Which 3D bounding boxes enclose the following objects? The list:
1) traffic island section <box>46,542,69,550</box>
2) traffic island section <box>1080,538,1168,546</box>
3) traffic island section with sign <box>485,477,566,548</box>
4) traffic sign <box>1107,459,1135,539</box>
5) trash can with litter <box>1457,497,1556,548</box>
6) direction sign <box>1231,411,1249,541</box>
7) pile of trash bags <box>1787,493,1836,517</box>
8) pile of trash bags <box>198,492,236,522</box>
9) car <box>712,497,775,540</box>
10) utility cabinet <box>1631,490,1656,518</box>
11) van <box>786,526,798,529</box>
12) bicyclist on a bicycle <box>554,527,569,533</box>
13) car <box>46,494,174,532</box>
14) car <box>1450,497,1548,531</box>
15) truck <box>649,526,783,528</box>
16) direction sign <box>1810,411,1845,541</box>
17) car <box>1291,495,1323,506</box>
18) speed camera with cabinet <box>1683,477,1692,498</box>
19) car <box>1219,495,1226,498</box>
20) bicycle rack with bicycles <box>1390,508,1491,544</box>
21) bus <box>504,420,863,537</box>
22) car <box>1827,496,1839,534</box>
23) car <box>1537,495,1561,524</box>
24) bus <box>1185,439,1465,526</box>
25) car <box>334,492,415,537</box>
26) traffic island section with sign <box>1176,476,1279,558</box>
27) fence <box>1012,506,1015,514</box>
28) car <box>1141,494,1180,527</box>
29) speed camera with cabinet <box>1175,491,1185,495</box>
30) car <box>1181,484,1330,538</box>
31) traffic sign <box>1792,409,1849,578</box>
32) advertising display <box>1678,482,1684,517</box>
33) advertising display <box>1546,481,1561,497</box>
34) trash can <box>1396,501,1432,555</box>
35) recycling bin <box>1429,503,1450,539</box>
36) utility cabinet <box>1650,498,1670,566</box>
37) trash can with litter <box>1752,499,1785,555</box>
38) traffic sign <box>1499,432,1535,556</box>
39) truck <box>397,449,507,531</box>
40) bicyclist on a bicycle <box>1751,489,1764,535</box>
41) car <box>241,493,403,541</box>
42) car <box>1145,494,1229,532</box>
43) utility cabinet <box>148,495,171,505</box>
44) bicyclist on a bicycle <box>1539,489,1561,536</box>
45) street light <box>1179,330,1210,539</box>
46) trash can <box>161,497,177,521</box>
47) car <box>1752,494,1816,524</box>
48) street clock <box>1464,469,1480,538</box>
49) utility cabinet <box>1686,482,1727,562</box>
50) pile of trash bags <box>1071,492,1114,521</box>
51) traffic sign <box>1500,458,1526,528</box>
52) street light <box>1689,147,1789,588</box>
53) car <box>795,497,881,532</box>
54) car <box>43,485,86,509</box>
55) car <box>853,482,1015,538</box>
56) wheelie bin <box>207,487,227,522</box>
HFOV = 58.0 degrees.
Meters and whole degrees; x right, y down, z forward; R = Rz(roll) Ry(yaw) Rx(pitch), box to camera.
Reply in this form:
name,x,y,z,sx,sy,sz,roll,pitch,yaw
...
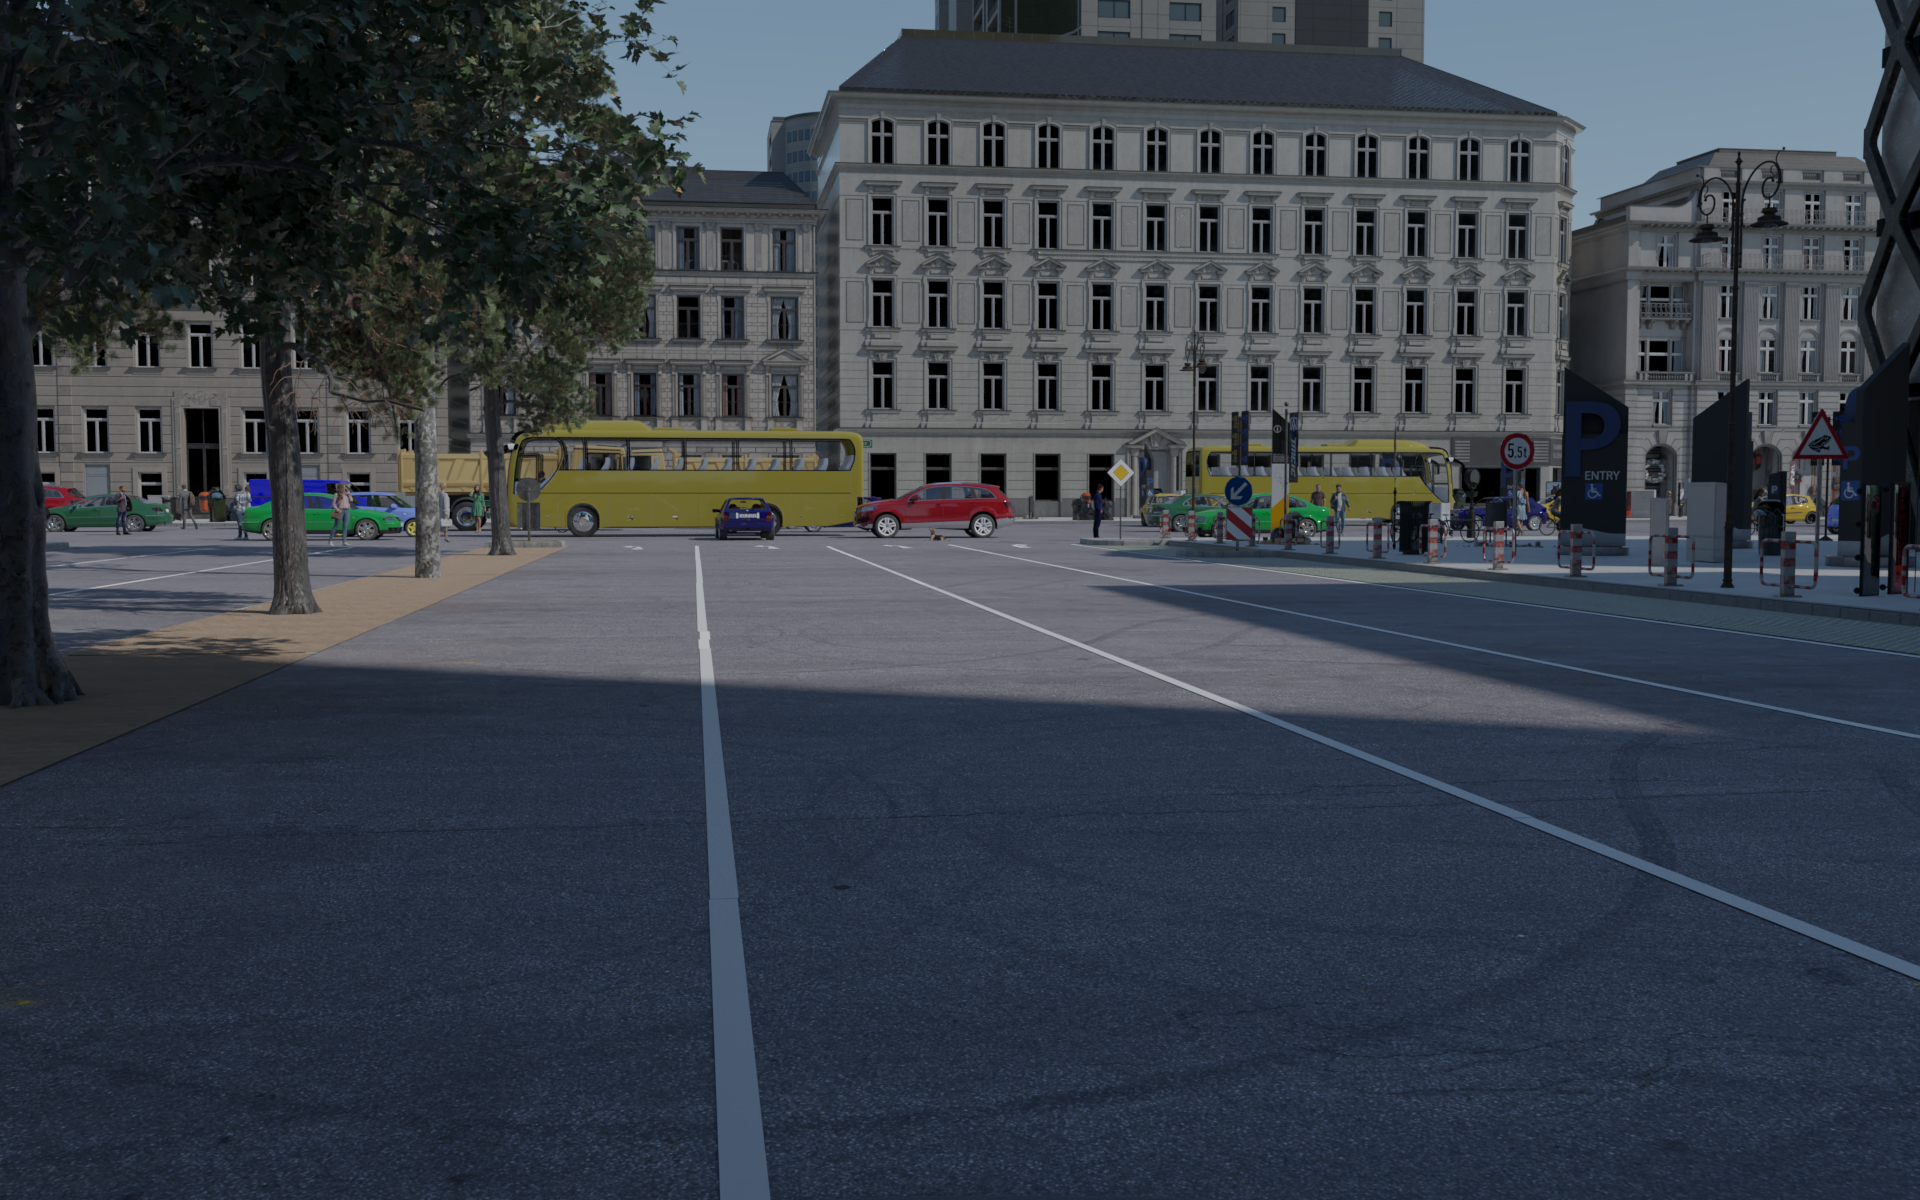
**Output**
name,x,y,z,sx,sy,sz,roll,pitch,yaw
traffic island section,-24.383,-1.372,44.711,2.009,0.180,2.903,-1,4,-9
traffic island section,4.569,-1.643,49.148,2.009,0.180,2.903,-1,4,-9
traffic island section with sign,-11.739,-2.370,46.888,2.006,1.907,1.989,-1,4,-9
traffic sign,4.547,-2.778,49.067,0.795,2.450,0.064,-1,4,-9
trash can with litter,13.354,-1.893,42.007,2.233,1.210,1.678,3,4,37
direction sign,7.659,-3.391,47.444,0.379,3.537,0.876,-1,4,-22
pile of trash bags,47.468,-5.337,97.010,3.447,1.369,1.912,-1,4,-9
pile of trash bags,-34.383,-4.385,81.441,1.912,1.369,3.447,1,4,21
car,-6.863,-2.594,54.990,1.945,1.354,3.894,-1,4,-11
utility cabinet,35.823,-5.023,90.805,1.173,1.500,0.318,3,4,39
van,-8.238,-3.929,71.253,4.112,2.044,2.013,-1,4,-10
bicyclist on a bicycle,-14.265,-3.318,64.264,1.625,1.676,1.499,-1,4,-8
car,-32.714,-3.321,66.090,4.920,1.459,2.131,-1,4,-10
car,20.992,-3.393,68.063,3.894,1.354,1.945,-1,4,-10
truck,-11.070,-4.806,74.508,9.791,3.379,3.469,-1,4,-10
direction sign,23.804,-3.396,47.524,0.876,3.537,0.379,3,5,39
car,12.250,-3.536,69.604,4.920,1.459,2.131,0,4,-7
speed camera with cabinet,41.487,-6.264,96.744,2.038,3.252,0.660,-1,4,-8
car,10.991,-3.771,71.872,3.980,1.641,2.015,-1,4,-11
bicycle rack with bicycles,12.553,-1.991,45.931,2.925,0.926,2.852,-2,4,-29
bus,-9.513,-4.126,59.006,12.252,3.916,2.896,-1,4,-11
car,32.842,-3.184,61.652,3.694,1.707,1.945,-1,4,-9
car,28.819,-4.482,83.505,3.980,1.641,2.015,0,4,-8
bus,16.462,-5.315,78.441,12.252,3.916,2.896,-1,4,-8
car,-19.292,-2.964,58.059,3.694,1.707,1.945,0,4,-8
traffic island section with sign,6.032,-1.896,39.623,1.989,1.847,2.006,-1,4,-9
fence,2.091,-4.305,85.762,0.278,0.683,2.069,-3,4,-39
car,9.184,-4.021,75.962,2.015,1.641,3.980,-1,4,-9
speed camera with cabinet,11.575,-5.547,85.027,2.038,3.252,0.660,-1,4,-22
car,9.330,-2.802,54.601,4.718,1.807,1.959,-1,4,-10
traffic sign,13.113,-1.618,26.455,0.884,2.594,0.081,0,4,-3
advertising display,39.888,-5.542,95.833,0.123,1.923,0.974,2,4,34
advertising display,30.075,-5.029,87.445,0.974,1.923,0.123,2,4,26
trash can,9.606,-1.529,36.650,0.748,1.137,0.748,0,3,0
recycling bin,13.619,-2.277,49.781,0.722,1.027,0.722,2,4,35
utility cabinet,12.620,-1.227,31.225,0.306,1.237,1.020,2,4,25
trash can with litter,16.977,-1.528,36.364,0.624,1.170,1.055,2,4,26
traffic sign,11.515,-2.189,35.904,0.768,2.556,0.104,0,4,-7
truck,-16.888,-4.422,68.225,9.791,3.379,3.469,-1,4,-10
bicyclist on a bicycle,26.863,-2.939,58.066,1.625,1.676,1.499,0,4,-7
car,-19.811,-2.760,53.919,4.718,1.807,1.959,-1,4,-11
car,9.548,-3.326,66.173,4.920,1.459,2.131,0,4,-8
utility cabinet,-40.107,-4.624,86.761,1.020,1.237,0.306,0,3,0
bicyclist on a bicycle,20.757,-3.045,59.808,1.625,1.676,1.499,0,4,-8
street light,6.619,-4.660,48.981,0.468,5.910,1.993,-1,4,-9
trash can,-37.322,-4.287,81.749,0.748,1.137,0.748,0,3,0
car,39.045,-4.450,82.986,3.980,1.641,2.015,-1,4,-11
street clock,14.879,-2.800,50.356,0.471,2.002,0.358,-3,4,-37
utility cabinet,14.126,-1.468,32.683,0.318,1.500,1.173,0,4,-1
pile of trash bags,6.418,-4.622,85.320,1.912,1.369,3.447,0,4,-6
traffic sign,11.740,-2.234,36.628,0.768,2.556,0.104,0,4,-7
street light,10.510,-3.104,23.540,0.468,5.910,1.993,-1,4,-9
car,-4.384,-3.239,65.530,3.894,1.354,1.945,-1,4,-8
car,-39.701,-3.950,73.253,5.304,1.827,2.281,-1,4,-9
car,-0.861,-2.959,57.050,5.304,1.827,2.281,0,4,-8
wheelie bin,-33.829,-4.338,78.828,0.980,1.594,0.693,3,5,40
